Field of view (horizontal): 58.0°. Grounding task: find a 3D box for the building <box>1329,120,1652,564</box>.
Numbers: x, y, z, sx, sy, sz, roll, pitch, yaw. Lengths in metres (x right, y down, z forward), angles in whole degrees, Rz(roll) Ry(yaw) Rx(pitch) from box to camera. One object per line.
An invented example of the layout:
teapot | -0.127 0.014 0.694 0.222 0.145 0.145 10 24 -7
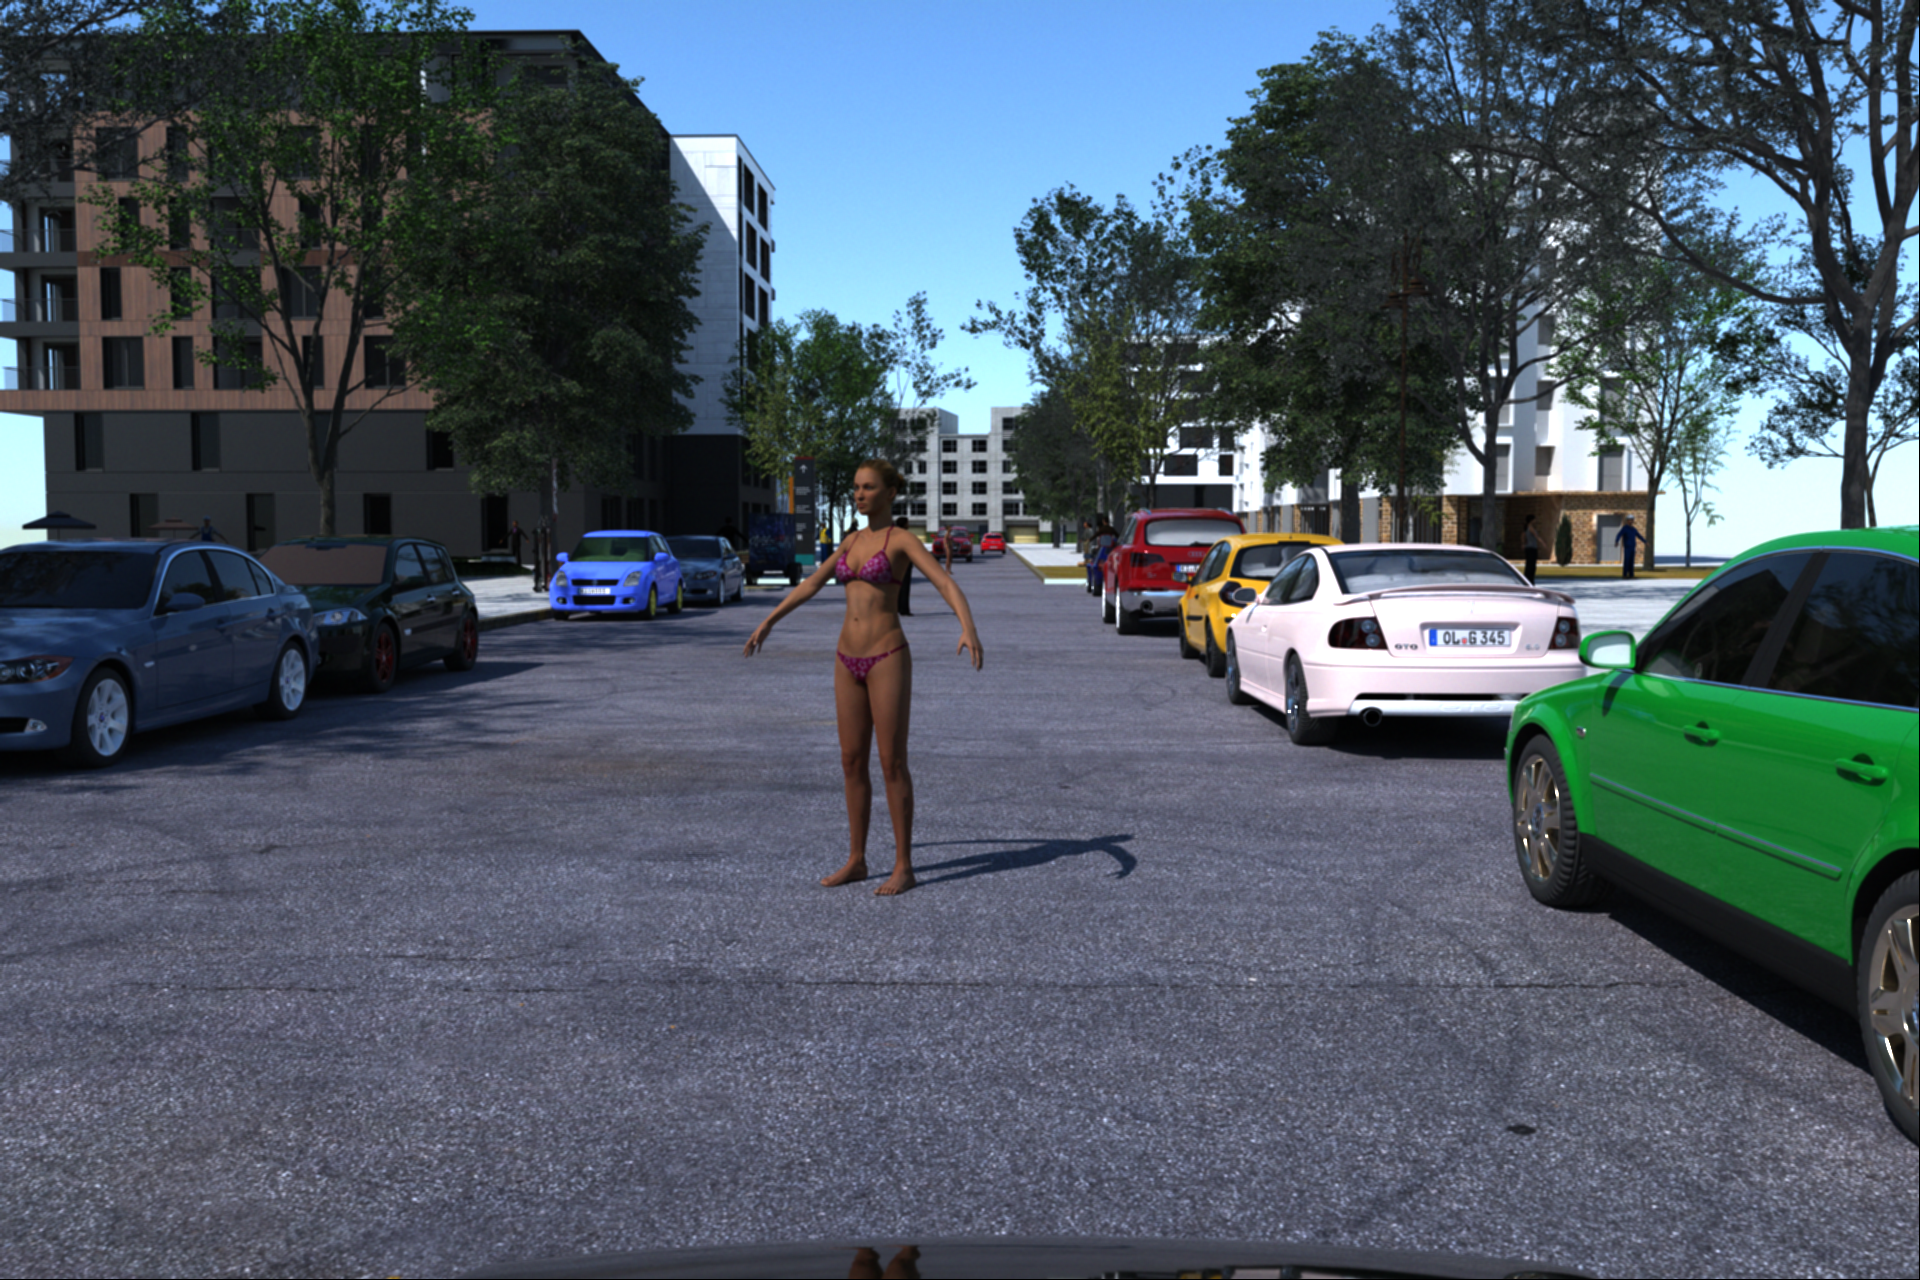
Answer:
building | 23.712 -14.025 85.735 16.016 20.090 11.380 0 4 1

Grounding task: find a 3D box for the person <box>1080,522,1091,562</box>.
person | 5.508 -4.247 75.709 0.705 1.796 1.348 -1 4 -11

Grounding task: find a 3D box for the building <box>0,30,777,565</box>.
building | -25.397 -14.877 87.220 27.936 21.610 32.646 0 4 2

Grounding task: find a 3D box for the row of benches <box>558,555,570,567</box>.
row of benches | -11.648 -2.668 59.086 4.104 0.672 1.422 -2 4 -28

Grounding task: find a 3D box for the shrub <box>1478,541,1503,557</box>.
shrub | 17.009 -2.734 55.810 1.383 1.207 1.383 0 3 0

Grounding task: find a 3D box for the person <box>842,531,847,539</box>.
person | -5.517 -4.605 84.556 0.599 1.433 0.991 0 4 -7

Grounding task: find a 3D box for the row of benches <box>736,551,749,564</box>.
row of benches | -7.799 -2.981 64.196 4.104 0.672 1.422 -2 4 -30

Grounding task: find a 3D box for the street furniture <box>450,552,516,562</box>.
street furniture | -19.498 -2.838 62.023 5.734 0.657 10.072 -2 4 -31

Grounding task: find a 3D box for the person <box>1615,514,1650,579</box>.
person | 18.985 -2.641 49.055 1.347 1.842 0.705 -2 4 -28

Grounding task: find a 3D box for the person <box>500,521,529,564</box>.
person | -17.609 -3.816 68.619 1.346 1.802 0.704 1 4 20

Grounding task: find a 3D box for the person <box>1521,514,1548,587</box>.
person | 13.223 -2.024 39.903 0.721 1.737 1.217 0 4 -7

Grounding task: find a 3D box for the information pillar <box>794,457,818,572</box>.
information pillar | -5.204 -4.212 58.248 0.750 3.857 0.750 0 4 2

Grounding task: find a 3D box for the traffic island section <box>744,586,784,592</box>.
traffic island section | -5.523 -1.289 43.945 1.991 0.108 1.994 0 4 2

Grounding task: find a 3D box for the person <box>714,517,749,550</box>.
person | -6.951 -2.813 52.172 1.347 1.806 0.705 1 4 10

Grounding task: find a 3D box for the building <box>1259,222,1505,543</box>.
building | 23.651 -15.255 105.845 16.016 20.090 11.380 0 4 1

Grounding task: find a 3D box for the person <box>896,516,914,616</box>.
person | -0.919 -1.298 30.397 0.721 1.740 1.216 -2 4 -26

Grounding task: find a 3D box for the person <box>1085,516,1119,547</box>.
person | 4.370 -2.804 51.986 1.346 1.812 0.704 -2 4 -27

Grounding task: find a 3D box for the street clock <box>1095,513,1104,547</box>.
street clock | 4.764 -3.325 58.938 0.358 2.002 0.471 0 4 2

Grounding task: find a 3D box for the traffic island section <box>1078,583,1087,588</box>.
traffic island section | 4.182 -1.449 46.552 1.991 0.108 1.994 0 4 0

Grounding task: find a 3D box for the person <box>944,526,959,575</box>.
person | -0.310 -3.194 61.475 0.721 1.733 1.217 1 4 22

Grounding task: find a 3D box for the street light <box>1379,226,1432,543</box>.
street light | 6.745 -3.278 26.376 0.468 5.910 1.993 0 4 1

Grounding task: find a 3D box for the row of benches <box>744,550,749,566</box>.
row of benches | -9.413 -3.273 68.980 4.104 0.672 1.422 0 4 -4

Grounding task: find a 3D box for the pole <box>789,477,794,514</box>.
pole | -6.031 -4.169 62.014 0.158 3.312 0.155 0 3 0

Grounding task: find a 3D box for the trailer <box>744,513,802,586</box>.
trailer | -5.204 -2.472 47.471 1.471 1.999 3.904 0 4 1

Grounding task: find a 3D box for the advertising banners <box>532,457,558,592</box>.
advertising banners | -9.303 -2.617 38.976 0.090 3.025 2.074 0 4 2

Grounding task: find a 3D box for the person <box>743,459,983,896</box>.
person | -0.391 0.141 6.960 1.217 1.733 0.721 3 4 37

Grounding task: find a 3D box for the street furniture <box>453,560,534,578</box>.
street furniture | -16.749 -2.116 50.226 5.734 0.657 10.072 1 4 22

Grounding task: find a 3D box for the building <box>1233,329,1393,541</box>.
building | 26.251 -16.913 132.946 16.016 20.090 11.380 0 4 1

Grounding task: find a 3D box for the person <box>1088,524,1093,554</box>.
person | 6.650 -5.073 89.135 0.705 1.806 1.347 1 4 17

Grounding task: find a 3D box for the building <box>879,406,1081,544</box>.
building | 5.595 -23.116 246.866 31.486 18.905 16.747 1 4 10

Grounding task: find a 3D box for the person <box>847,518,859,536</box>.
person | -3.758 -3.442 62.062 0.705 1.856 1.354 1 4 23

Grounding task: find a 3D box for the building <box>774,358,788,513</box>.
building | -24.845 -20.023 183.795 16.016 20.090 11.380 0 4 1

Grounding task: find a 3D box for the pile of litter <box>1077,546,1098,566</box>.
pile of litter | 5.212 -3.338 68.537 1.176 0.858 1.719 0 4 0

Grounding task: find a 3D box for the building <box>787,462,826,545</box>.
building | -21.016 -16.701 215.208 9.099 9.664 28.070 0 4 1

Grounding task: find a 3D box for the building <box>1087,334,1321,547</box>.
building | 28.062 -21.372 193.410 27.936 21.610 32.646 0 4 1

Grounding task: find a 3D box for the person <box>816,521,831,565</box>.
person | -5.602 -3.978 71.008 0.705 1.833 1.349 -2 4 -35

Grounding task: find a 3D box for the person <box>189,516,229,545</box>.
person | -23.027 -2.882 52.982 1.347 1.847 0.705 0 4 -7

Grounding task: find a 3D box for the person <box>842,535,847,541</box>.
person | -5.449 -5.057 88.449 1.354 1.858 0.705 -2 4 -28
